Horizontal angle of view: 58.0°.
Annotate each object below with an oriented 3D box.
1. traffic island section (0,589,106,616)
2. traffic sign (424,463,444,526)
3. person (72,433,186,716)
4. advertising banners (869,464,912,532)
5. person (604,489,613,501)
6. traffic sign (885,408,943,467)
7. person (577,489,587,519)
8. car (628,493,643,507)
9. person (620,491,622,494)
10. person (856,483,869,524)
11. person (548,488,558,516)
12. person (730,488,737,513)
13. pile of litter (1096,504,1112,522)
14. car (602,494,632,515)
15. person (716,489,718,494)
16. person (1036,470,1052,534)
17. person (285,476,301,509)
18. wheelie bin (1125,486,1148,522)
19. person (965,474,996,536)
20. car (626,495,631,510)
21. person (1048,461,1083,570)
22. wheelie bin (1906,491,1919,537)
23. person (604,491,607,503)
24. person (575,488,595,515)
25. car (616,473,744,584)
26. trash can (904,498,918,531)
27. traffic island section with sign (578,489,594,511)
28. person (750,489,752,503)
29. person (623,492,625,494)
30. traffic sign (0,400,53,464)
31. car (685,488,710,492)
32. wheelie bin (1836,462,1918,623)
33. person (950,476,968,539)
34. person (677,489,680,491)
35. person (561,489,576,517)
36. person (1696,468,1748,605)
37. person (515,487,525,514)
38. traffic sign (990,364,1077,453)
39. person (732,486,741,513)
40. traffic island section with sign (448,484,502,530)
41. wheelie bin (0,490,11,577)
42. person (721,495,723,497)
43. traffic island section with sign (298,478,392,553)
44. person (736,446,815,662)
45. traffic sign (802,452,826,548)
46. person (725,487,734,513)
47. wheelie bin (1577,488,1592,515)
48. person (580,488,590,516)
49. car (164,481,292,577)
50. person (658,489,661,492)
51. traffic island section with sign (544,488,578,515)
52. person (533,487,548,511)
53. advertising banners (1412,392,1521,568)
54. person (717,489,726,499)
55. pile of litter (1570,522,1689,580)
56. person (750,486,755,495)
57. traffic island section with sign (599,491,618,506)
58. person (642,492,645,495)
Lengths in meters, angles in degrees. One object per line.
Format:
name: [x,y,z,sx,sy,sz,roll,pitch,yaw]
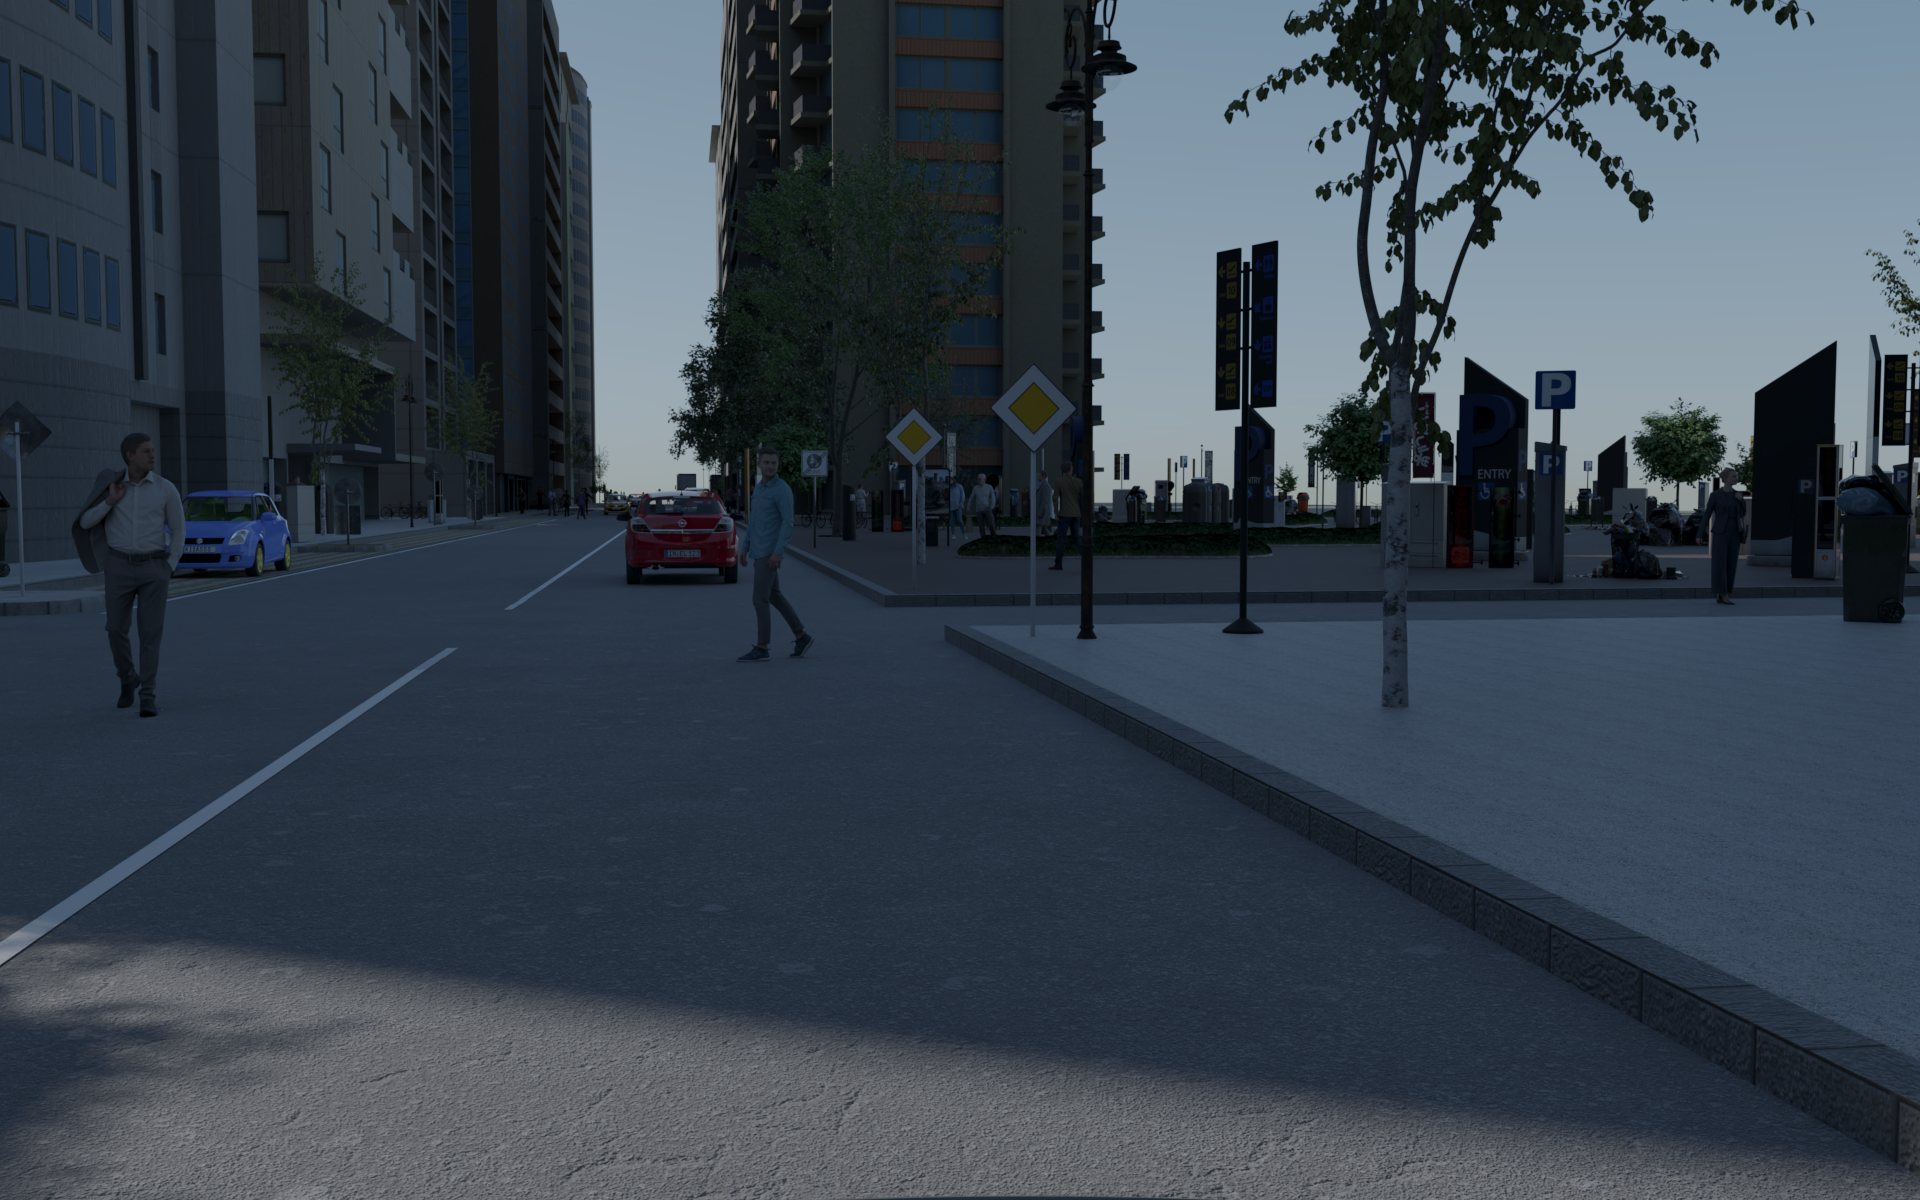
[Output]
traffic island section: [-11.774,0.036,21.694,2.009,0.180,2.903,-1,4,-9]
traffic sign: [-21.418,-4.308,70.547,0.768,2.556,0.104,0,4,-7]
person: [-5.448,-0.170,11.378,0.679,1.850,0.850,-2,4,-24]
advertising banners: [-2.134,-3.802,58.351,2.074,3.025,0.090,2,4,25]
person: [-28.116,-8.010,139.428,1.348,1.831,0.705,3,4,36]
traffic sign: [-0.600,-1.298,23.412,0.795,2.593,0.064,-1,4,-9]
person: [-21.357,-5.408,97.839,0.541,1.710,0.530,2,4,26]
car: [-30.471,-9.408,162.868,2.155,1.783,4.494,-1,4,-9]
person: [-46.683,-14.075,238.608,0.705,1.826,1.348,2,4,30]
person: [-4.237,-4.183,75.009,0.480,1.755,0.524,1,4,21]
person: [-26.377,-6.358,112.321,0.709,1.838,0.599,-3,5,-40]
person: [-15.617,-6.868,119.251,0.541,1.710,0.530,0,4,3]
pile of litter: [6.638,-3.877,77.350,1.176,0.858,1.719,2,4,28]
car: [-23.573,-6.653,118.997,2.015,1.641,3.980,-1,4,-10]
person: [-23.809,-9.991,169.386,0.705,1.826,1.348,-1,4,-11]
person: [1.829,-2.005,38.922,0.767,1.812,0.694,0,4,1]
person: [-18.099,-2.501,47.279,0.601,1.785,0.444,-2,4,-25]
wheelie bin: [6.531,-3.429,63.970,0.693,1.594,0.980,2,4,27]
person: [0.494,-2.155,41.766,0.782,1.767,0.515,1,4,14]
car: [-29.543,-8.450,150.734,1.945,1.354,3.894,-1,4,-9]
person: [1.883,-1.424,29.244,0.836,1.842,0.656,3,4,37]
wheelie bin: [30.585,-2.858,54.638,0.980,1.594,0.693,-2,4,-32]
person: [-38.908,-11.108,190.116,0.705,1.824,1.348,0,4,3]
person: [-25.725,-6.771,118.836,1.348,1.869,0.705,0,4,0]
car: [-4.688,-1.227,29.100,2.155,1.783,4.494,-1,4,-10]
trash can: [-1.776,-2.960,60.051,0.748,1.137,0.748,0,3,0]
traffic island section with sign: [-32.061,-8.441,146.644,1.989,1.847,2.006,-1,4,-9]
person: [-12.791,-6.156,107.243,0.434,1.755,0.990,0,3,0]
person: [-44.742,-13.511,230.196,0.721,1.735,1.217,-3,5,-44]
traffic sign: [-11.752,-1.189,21.630,0.795,2.593,0.064,-1,4,-9]
car: [-16.073,-5.950,105.955,2.281,1.827,5.304,-1,4,-9]
wheelie bin: [9.203,-0.584,17.449,0.693,1.594,0.980,2,4,28]
person: [-0.104,-2.619,49.130,0.793,1.790,0.793,-1,4,-12]
person: [-26.274,-9.375,161.414,0.705,1.869,1.348,0,4,0]
person: [-24.865,-6.154,109.836,1.217,1.735,0.721,2,4,31]
person: [9.933,-0.835,22.569,0.576,1.772,0.534,-2,4,-26]
person: [-28.351,-6.419,111.717,0.721,1.735,1.217,-3,5,-42]
traffic sign: [0.679,-0.816,15.530,0.795,2.593,0.064,-1,4,-9]
person: [-14.275,-6.394,110.455,0.599,1.838,0.709,-1,4,-9]
traffic island section with sign: [-19.679,-3.776,70.359,1.989,1.847,2.006,-1,4,-9]
wheelie bin: [-15.052,-1.141,26.565,0.980,1.594,0.693,2,4,25]
person: [-26.042,-11.400,192.950,1.217,1.766,0.721,1,4,9]
traffic island section with sign: [-15.265,-2.109,43.106,1.989,1.847,2.006,-1,4,-9]
person: [-1.576,-0.400,14.906,0.748,1.841,0.638,-1,4,-22]
traffic sign: [-3.445,-2.379,41.032,0.606,2.300,0.079,0,4,-2]
person: [-15.276,-6.673,115.680,0.750,1.759,0.617,-1,4,-17]
wheelie bin: [33.809,-5.245,93.659,0.980,1.594,0.693,2,4,32]
person: [-24.536,-6.383,112.823,0.705,1.831,1.348,1,4,15]
car: [-13.083,-1.297,30.791,1.945,1.707,3.694,-1,4,-10]
person: [-21.663,-7.115,124.825,1.348,1.824,0.705,-2,4,-29]
traffic island section with sign: [-27.693,-6.795,119.733,1.989,1.847,2.006,-1,4,-9]
person: [-32.425,-7.812,133.737,1.348,1.831,0.705,-3,5,-44]
advertising banners: [8.667,-2.059,29.852,2.074,3.025,0.090,0,4,-7]
person: [-21.945,-9.247,157.944,1.217,1.735,0.721,-1,4,-20]
pile of litter: [10.288,-0.775,26.628,1.176,0.858,1.719,-2,4,-30]
person: [-12.159,-5.878,102.673,0.721,1.766,1.217,-1,4,-12]
traffic island section with sign: [-40.958,-11.795,201.472,1.989,1.847,2.006,-1,4,-9]
person: [-30.631,-9.663,167.956,0.593,1.643,0.415,0,4,7]
